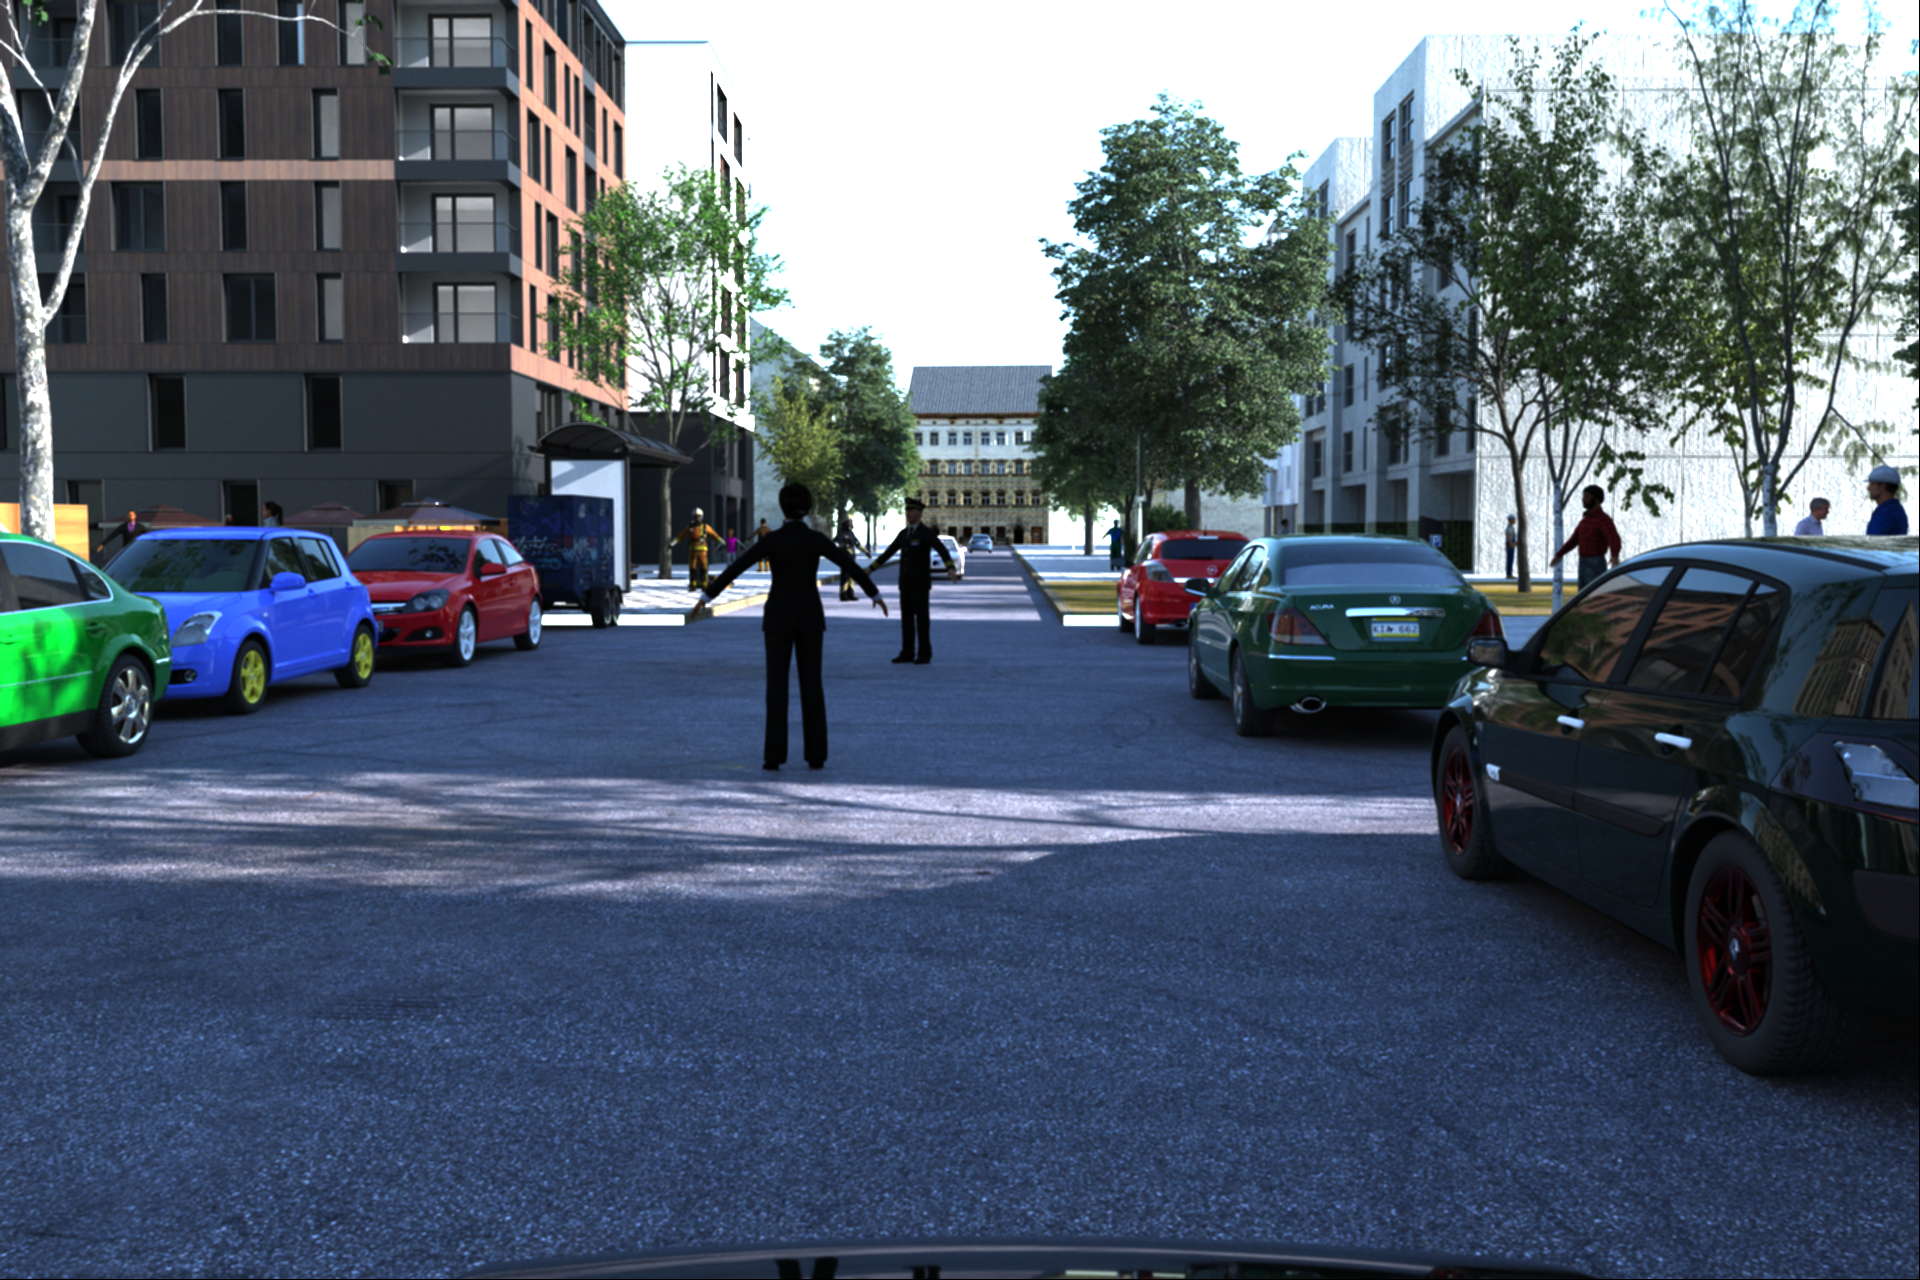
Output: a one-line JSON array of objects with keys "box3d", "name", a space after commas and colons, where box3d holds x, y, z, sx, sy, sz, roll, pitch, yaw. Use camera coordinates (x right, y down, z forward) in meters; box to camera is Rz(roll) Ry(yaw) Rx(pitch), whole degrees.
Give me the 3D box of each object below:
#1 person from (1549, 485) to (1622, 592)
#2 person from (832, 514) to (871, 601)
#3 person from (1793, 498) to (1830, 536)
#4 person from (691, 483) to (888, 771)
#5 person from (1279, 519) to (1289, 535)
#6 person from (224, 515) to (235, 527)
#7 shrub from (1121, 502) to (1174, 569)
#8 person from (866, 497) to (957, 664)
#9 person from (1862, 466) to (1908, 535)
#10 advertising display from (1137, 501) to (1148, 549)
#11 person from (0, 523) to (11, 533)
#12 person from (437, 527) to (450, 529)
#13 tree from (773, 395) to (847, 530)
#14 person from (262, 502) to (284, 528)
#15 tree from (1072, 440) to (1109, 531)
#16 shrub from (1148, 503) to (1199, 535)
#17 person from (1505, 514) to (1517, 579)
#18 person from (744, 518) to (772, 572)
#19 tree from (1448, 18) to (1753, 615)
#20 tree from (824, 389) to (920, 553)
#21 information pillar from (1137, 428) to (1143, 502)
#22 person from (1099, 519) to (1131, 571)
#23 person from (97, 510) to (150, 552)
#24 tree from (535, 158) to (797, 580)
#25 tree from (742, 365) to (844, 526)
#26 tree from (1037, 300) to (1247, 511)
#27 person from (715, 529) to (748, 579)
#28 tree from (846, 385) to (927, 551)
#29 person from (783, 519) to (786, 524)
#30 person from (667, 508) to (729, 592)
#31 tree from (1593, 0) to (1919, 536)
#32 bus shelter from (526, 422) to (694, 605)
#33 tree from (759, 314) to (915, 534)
[{"box3d": [6.868, -0.782, 18.901, 0.704, 1.816, 1.345, -1, 4, -9], "name": "person"}, {"box3d": [-2.382, -1.761, 37.035, 0.705, 1.856, 1.354, 2, 4, 34], "name": "person"}, {"box3d": [10.078, -0.821, 20.413, 0.756, 1.711, 0.436, -2, 4, -32], "name": "person"}, {"box3d": [-1.026, -0.085, 10.575, 1.216, 1.740, 0.721, -1, 4, -16], "name": "person"}, {"box3d": [11.608, -3.398, 61.752, 0.705, 1.806, 1.347, 2, 4, 31], "name": "person"}, {"box3d": [-20.233, -2.558, 47.953, 1.348, 1.813, 0.705, -3, 5, -42], "name": "person"}, {"box3d": [4.853, -2.365, 42.703, 1.661, 2.075, 1.752, 0, 3, 0], "name": "shrub"}, {"box3d": [-0.522, -0.661, 19.200, 1.347, 1.837, 0.705, 3, 5, 39], "name": "person"}, {"box3d": [7.586, -0.515, 14.308, 0.705, 1.842, 1.347, 3, 5, 40], "name": "person"}, {"box3d": [3.591, -1.769, 34.136, 0.123, 1.923, 0.974, 0, 4, 1], "name": "advertising display"}, {"box3d": [-10.589, -0.757, 18.845, 0.721, 1.778, 1.216, 2, 4, 35], "name": "person"}, {"box3d": [-12.371, -2.125, 41.212, 0.721, 1.772, 1.216, 2, 4, 27], "name": "person"}, {"box3d": [-7.788, -8.628, 91.432, 4.737, 8.622, 4.395, 0, 3, 0], "name": "tree"}, {"box3d": [-9.633, -1.052, 24.033, 0.721, 1.735, 1.217, 0, 4, 2], "name": "person"}, {"box3d": [9.157, -10.679, 124.961, 4.737, 8.622, 4.395, 0, 3, 0], "name": "tree"}, {"box3d": [4.895, -2.196, 40.317, 1.690, 2.028, 1.600, 0, 3, 0], "name": "shrub"}, {"box3d": [15.816, -2.678, 49.649, 0.705, 1.847, 1.347, 1, 4, 23], "name": "person"}, {"box3d": [-6.638, -3.191, 58.308, 1.346, 1.812, 0.704, -2, 4, -35], "name": "person"}, {"box3d": [8.939, -4.581, 25.266, 4.737, 8.622, 4.395, 0, 3, 0], "name": "tree"}, {"box3d": [-6.439, -11.822, 119.038, 9.928, 11.665, 9.643, 0, 3, 0], "name": "tree"}, {"box3d": [3.997, -2.882, 38.481, 0.183, 3.616, 0.504, 0, 4, -1], "name": "information pillar"}, {"box3d": [5.482, -3.340, 60.736, 1.347, 1.817, 0.704, 2, 4, 27], "name": "person"}, {"box3d": [-17.965, -1.918, 37.586, 1.346, 1.802, 0.704, -1, 4, -21], "name": "person"}, {"box3d": [-8.140, -7.491, 48.226, 9.928, 11.665, 9.643, 0, 3, 0], "name": "tree"}, {"box3d": [-7.359, -7.701, 76.267, 4.737, 8.622, 4.395, 0, 3, 0], "name": "tree"}, {"box3d": [6.780, -7.898, 63.538, 8.767, 10.594, 7.601, 1, 4, 14], "name": "tree"}, {"box3d": [-6.488, -2.444, 49.231, 0.991, 1.433, 0.599, -1, 4, -23], "name": "person"}, {"box3d": [-6.009, -12.913, 129.251, 7.486, 12.596, 7.792, 0, 3, 0], "name": "tree"}, {"box3d": [-6.110, -3.329, 60.696, 1.348, 1.796, 0.705, 0, 4, 5], "name": "person"}, {"box3d": [-5.792, -1.987, 38.260, 1.354, 1.858, 0.705, 0, 4, -5], "name": "person"}, {"box3d": [9.158, -4.223, 19.406, 4.360, 8.622, 3.978, 0, 3, 0], "name": "tree"}, {"box3d": [-6.716, -2.449, 33.968, 2.014, 3.302, 5.546, 0, 4, 2], "name": "bus shelter"}, {"box3d": [-7.108, -11.967, 102.309, 9.857, 13.997, 8.962, 0, 3, 0], "name": "tree"}]
